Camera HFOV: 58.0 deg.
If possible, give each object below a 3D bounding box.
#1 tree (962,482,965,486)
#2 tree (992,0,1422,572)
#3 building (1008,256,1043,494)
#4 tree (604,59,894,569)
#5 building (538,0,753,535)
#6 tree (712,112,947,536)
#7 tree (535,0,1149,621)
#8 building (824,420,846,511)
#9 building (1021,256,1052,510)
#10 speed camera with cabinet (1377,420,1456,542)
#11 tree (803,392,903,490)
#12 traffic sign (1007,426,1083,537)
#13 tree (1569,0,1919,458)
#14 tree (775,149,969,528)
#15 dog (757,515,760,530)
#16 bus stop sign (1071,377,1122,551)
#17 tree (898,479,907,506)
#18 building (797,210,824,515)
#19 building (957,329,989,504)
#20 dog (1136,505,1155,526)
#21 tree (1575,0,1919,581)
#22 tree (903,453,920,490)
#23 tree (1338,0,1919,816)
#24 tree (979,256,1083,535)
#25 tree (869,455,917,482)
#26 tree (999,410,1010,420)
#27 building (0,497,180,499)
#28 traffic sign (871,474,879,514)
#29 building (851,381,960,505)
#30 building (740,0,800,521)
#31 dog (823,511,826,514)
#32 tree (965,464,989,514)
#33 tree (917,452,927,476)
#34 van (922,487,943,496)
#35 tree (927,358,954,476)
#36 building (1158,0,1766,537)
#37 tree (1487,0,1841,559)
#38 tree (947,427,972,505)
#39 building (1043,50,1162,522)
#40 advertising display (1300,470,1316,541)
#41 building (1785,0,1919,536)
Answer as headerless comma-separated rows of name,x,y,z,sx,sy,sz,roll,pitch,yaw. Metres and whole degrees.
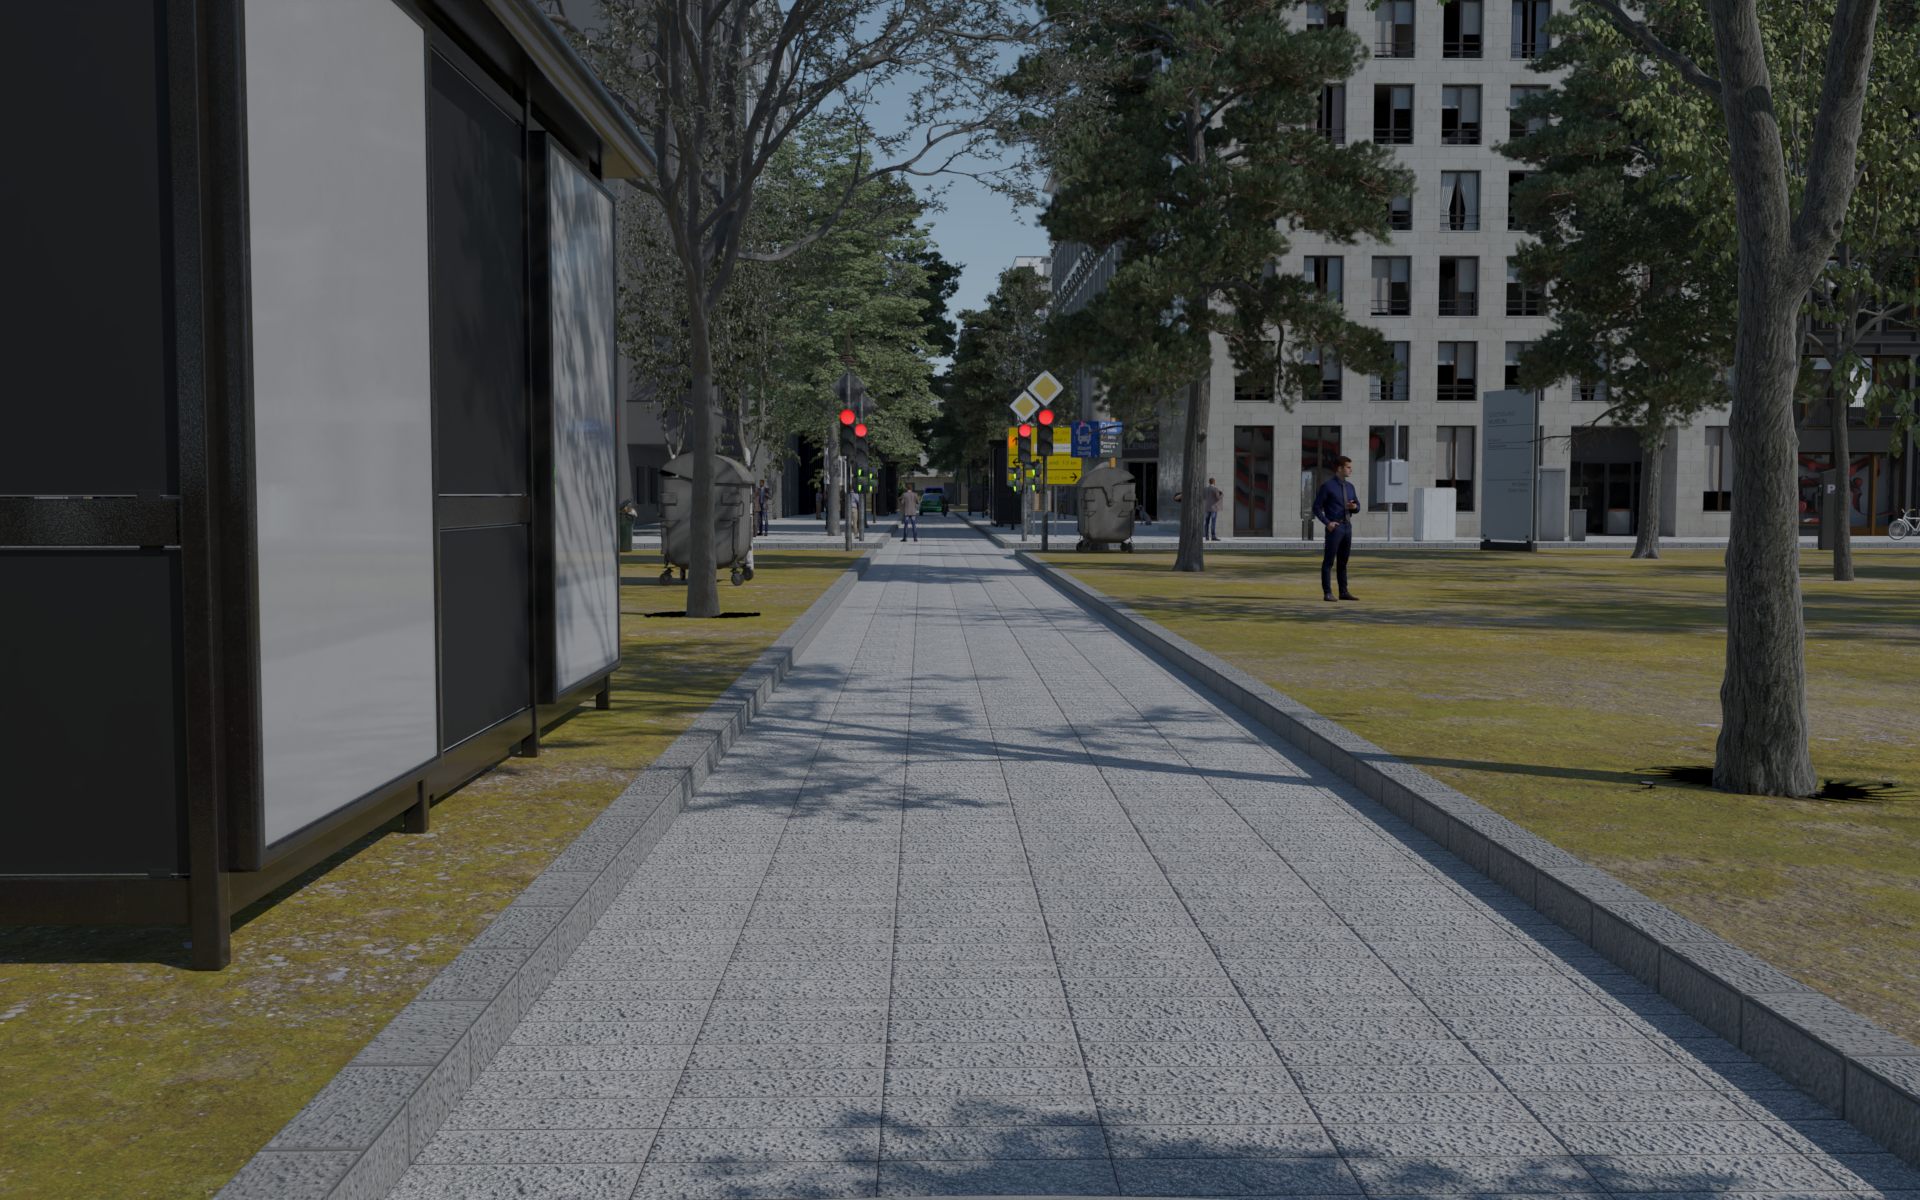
tree,1.283,-9.186,144.790,1.663,3.219,1.824,0,3,0
tree,3.916,-6.504,28.399,6.751,12.117,7.091,0,3,0
building,18.419,-19.663,165.467,27.936,21.610,32.646,0,4,-1
tree,-3.755,-4.821,29.180,4.360,8.622,3.978,0,3,0
building,-15.753,-16.443,62.353,14.314,27.812,24.014,0,4,-1
tree,-4.255,-8.214,52.431,7.486,12.596,7.792,0,3,0
tree,-2.627,-6.554,17.533,12.009,13.543,11.850,0,3,0
building,-15.383,-13.648,165.296,9.099,9.664,28.070,0,4,-1
building,13.036,-17.549,143.350,16.016,20.091,11.380,0,4,-1
speed camera with cabinet,12.322,-3.206,46.747,2.038,3.252,0.660,-1,4,-10
tree,-6.052,-8.141,83.473,4.737,8.622,4.395,0,3,0
traffic sign,2.535,-3.536,51.682,2.265,3.308,0.079,0,4,-1
tree,7.728,-4.020,16.097,4.737,8.622,4.395,0,3,0
tree,-3.478,-9.621,64.722,7.806,13.903,7.818,0,3,0
dog,-7.375,-2.891,61.654,0.800,0.831,0.513,-2,4,-32
bus stop sign,3.097,-3.082,39.400,0.837,3.901,0.837,3,5,43
tree,-6.509,-11.877,188.792,1.663,3.219,1.824,0,3,0
building,-15.519,-17.327,112.981,12.332,23.373,15.834,0,4,-1
building,16.166,-23.305,225.015,32.646,21.610,27.936,0,4,-1
dog,7.653,-3.457,70.909,0.513,0.831,0.800,-3,5,-44
tree,12.759,-5.566,25.419,7.601,10.594,8.767,1,4,10
tree,-4.728,-11.209,133.626,4.737,8.622,4.395,0,3,0
tree,3.614,-4.988,7.302,9.928,11.665,9.643,0,3,0
tree,2.396,-6.383,54.729,4.360,8.622,3.978,0,3,0
tree,-6.214,-15.154,169.819,6.751,12.117,7.091,0,3,0
tree,3.447,-9.973,113.426,4.737,8.622,4.395,0,3,0
building,-34.931,-16.147,57.505,24.014,27.812,14.314,0,4,-1
traffic sign,-5.140,-6.406,104.737,0.884,2.594,0.081,0,4,3
building,-15.939,-21.514,218.204,31.486,18.905,16.747,0,4,-1
building,-14.863,-19.079,89.428,11.434,29.767,29.804,0,4,-1
dog,-8.718,-6.070,113.626,0.800,0.831,0.513,-1,4,-12
tree,1.684,-7.024,109.445,1.663,3.219,1.824,0,3,0
tree,0.673,-12.482,126.136,6.751,12.117,7.091,0,3,0
van,-2.445,-9.585,161.100,2.240,2.365,5.245,0,4,-2
tree,2.437,-9.715,80.900,6.751,12.117,7.091,0,3,0
building,15.573,-12.305,55.942,16.860,20.320,10.420,0,4,-1
tree,13.810,-6.859,34.207,6.751,12.117,7.091,0,3,0
tree,-0.307,-17.107,197.818,7.486,12.596,7.792,0,3,0
building,14.691,-19.786,99.919,17.030,29.872,44.131,0,4,-1
advertising display,9.582,-2.598,47.687,0.123,1.923,0.974,0,4,-7
building,31.882,-13.958,57.895,15.834,23.373,12.332,0,4,-1
